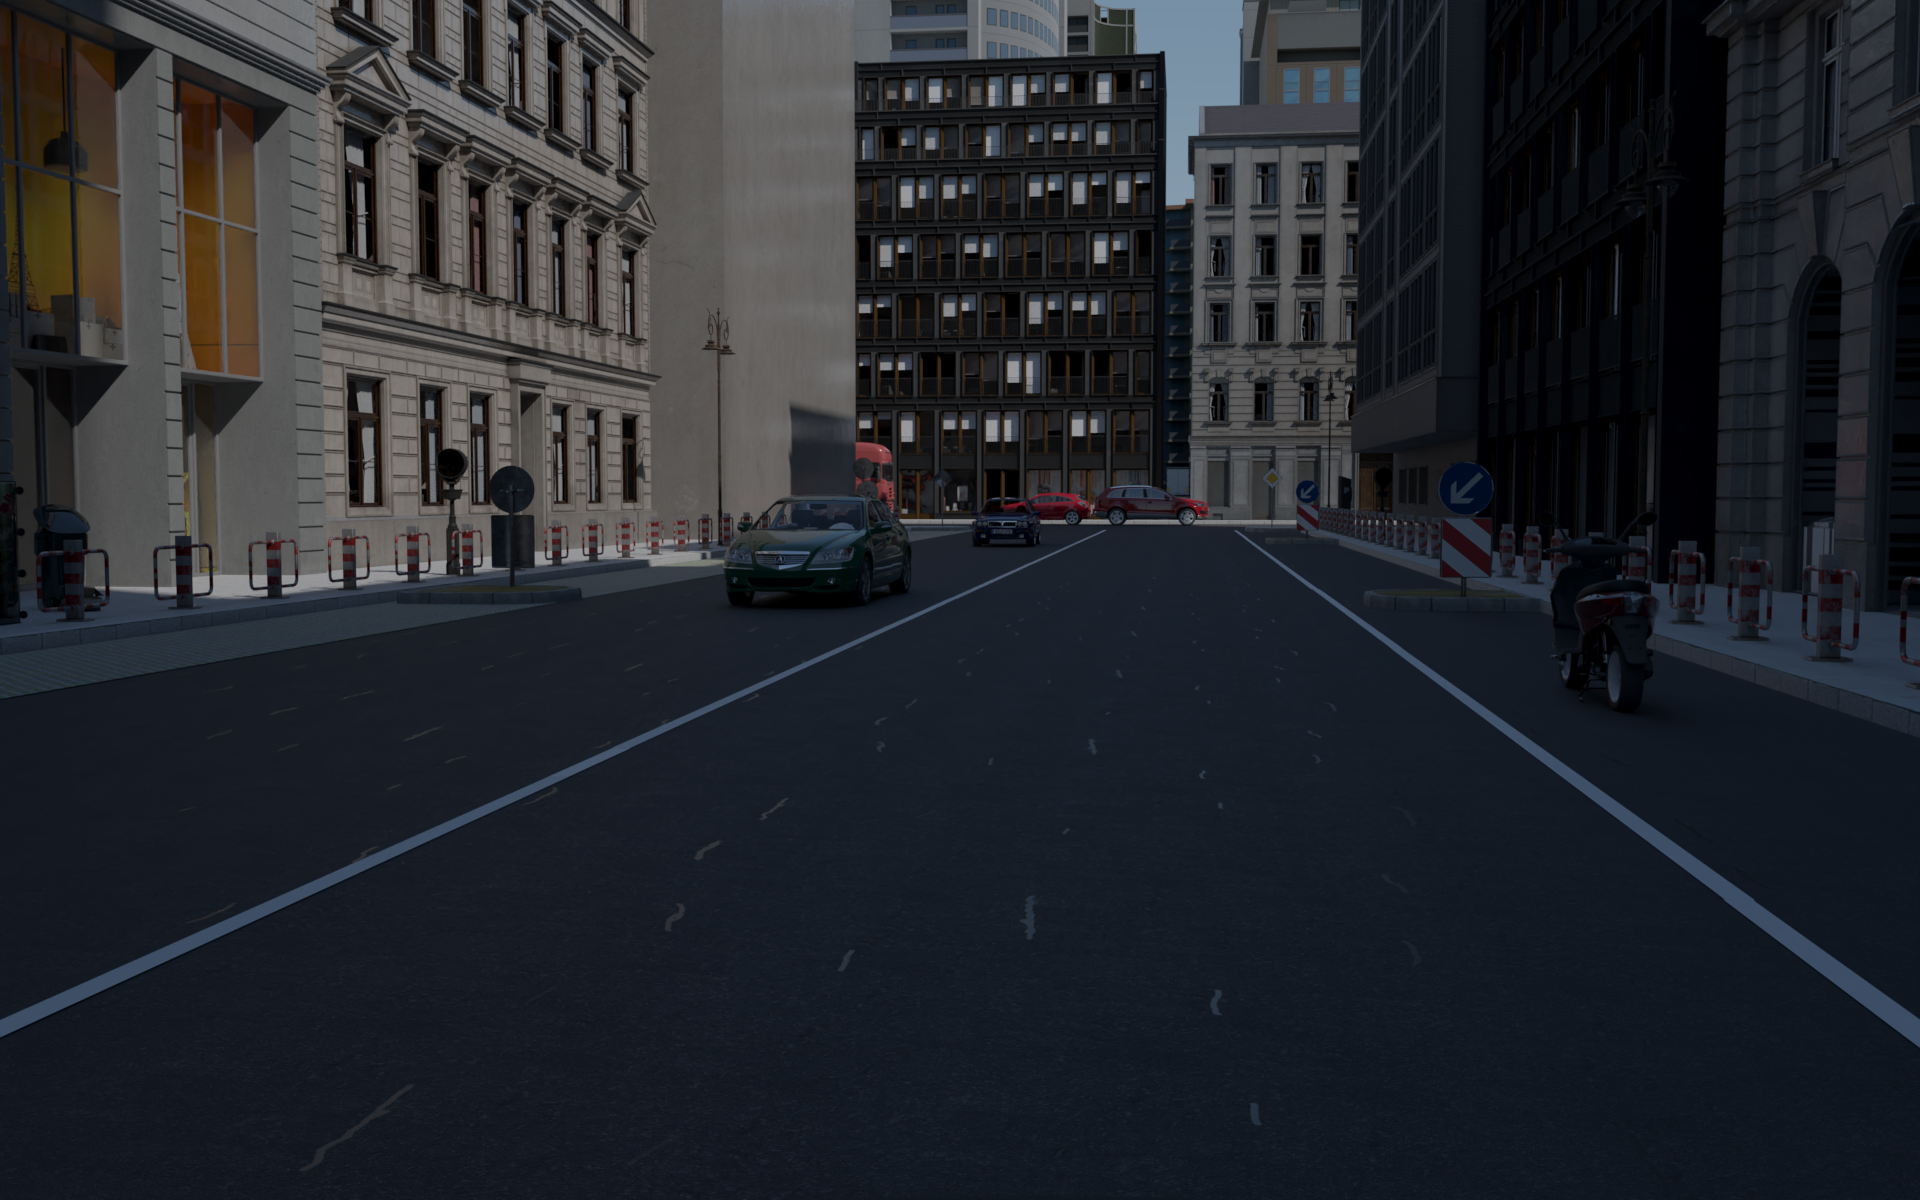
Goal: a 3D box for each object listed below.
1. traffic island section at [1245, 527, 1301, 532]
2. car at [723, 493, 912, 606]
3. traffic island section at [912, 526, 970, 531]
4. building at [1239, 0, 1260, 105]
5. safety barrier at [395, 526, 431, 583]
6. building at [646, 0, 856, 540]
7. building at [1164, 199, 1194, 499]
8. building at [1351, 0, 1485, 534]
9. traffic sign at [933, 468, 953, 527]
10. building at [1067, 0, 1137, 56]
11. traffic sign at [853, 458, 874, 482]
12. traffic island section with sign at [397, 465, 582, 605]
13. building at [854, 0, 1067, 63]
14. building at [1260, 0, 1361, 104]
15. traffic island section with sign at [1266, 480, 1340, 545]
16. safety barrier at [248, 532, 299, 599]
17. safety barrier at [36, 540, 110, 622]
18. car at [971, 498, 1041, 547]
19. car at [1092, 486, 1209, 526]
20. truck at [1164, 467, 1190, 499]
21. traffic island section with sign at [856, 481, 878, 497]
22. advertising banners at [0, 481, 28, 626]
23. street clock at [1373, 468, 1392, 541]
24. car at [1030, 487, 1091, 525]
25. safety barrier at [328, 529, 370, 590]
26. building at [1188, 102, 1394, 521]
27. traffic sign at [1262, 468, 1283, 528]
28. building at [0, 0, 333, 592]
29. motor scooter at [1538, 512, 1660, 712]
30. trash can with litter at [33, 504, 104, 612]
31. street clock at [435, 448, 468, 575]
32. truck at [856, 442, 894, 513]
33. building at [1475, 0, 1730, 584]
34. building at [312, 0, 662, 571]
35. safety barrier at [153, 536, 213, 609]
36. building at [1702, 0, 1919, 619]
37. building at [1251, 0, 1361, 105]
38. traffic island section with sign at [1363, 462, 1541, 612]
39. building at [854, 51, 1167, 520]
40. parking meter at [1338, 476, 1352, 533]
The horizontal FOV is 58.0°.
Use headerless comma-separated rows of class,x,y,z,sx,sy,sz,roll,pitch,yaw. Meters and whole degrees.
traffic island section,11.973,-2.697,66.380,2.009,0.180,2.903,0,4,7
car,-1.858,-0.736,23.827,2.131,1.459,4.920,1,4,9
traffic island section,-0.711,-2.798,68.031,2.009,0.180,2.903,0,4,7
building,43.792,-40.649,206.607,21.231,58.520,28.212,0,4,7
safety barrier,-7.914,-0.660,25.066,0.300,0.817,1.120,0,4,7
building,-22.151,-15.591,59.421,34.151,26.468,19.350,0,4,7
building,40.185,-36.535,251.977,28.867,44.769,22.147,0,4,7
building,20.019,-15.763,51.237,14.314,27.812,24.014,0,4,7
traffic sign,-0.686,-3.934,67.966,0.795,2.450,0.064,0,4,7
building,15.215,-49.881,253.804,20.611,71.187,20.563,0,4,7
traffic sign,-3.385,-3.690,60.444,0.768,2.556,0.104,1,4,12
traffic island section with sign,-6.205,-0.896,23.273,1.989,1.847,2.006,0,4,7
building,-0.999,-38.409,169.991,21.231,58.520,28.212,0,4,7
building,34.645,-31.125,159.001,14.600,45.320,14.200,0,4,7
traffic island section with sign,9.831,-2.519,49.821,1.989,1.847,2.006,0,4,7
safety barrier,-8.414,-0.426,21.244,0.300,0.817,1.120,0,4,7
safety barrier,-8.913,-0.193,17.425,0.300,0.817,1.120,0,4,7
car,1.321,-2.192,48.419,1.945,1.354,3.894,0,4,6
car,8.713,-4.308,79.109,5.304,1.827,2.281,0,4,8
truck,23.317,-12.036,185.709,2.839,4.237,11.283,0,4,7
traffic island section with sign,-2.713,-2.531,50.002,1.989,1.847,2.006,0,4,7
advertising banners,-9.371,-1.221,16.153,0.090,3.025,2.074,0,4,2
street clock,11.625,-2.638,47.695,0.471,2.002,0.358,0,4,-3
car,3.886,-4.401,80.994,4.494,1.783,2.155,1,4,9
safety barrier,-8.162,-0.543,23.150,0.300,0.817,1.120,0,4,7
building,20.669,-14.581,87.553,18.267,20.994,9.793,0,4,7
traffic sign,11.949,-3.833,66.306,0.795,2.450,0.064,0,4,7
building,-17.509,-14.425,13.343,11.434,29.767,29.804,0,4,7
motor scooter,4.461,0.045,12.049,0.815,1.314,1.986,0,4,7
trash can with litter,-9.798,-0.477,19.181,1.055,1.170,0.624,3,5,40
street clock,-8.059,-1.402,27.492,0.471,2.002,0.358,0,4,-3
truck,-8.159,-5.712,82.308,11.283,4.237,2.839,0,4,7
building,17.101,-12.320,31.117,12.332,23.373,15.834,0,4,7
building,-14.025,-10.599,37.921,10.561,19.102,19.286,0,4,7
safety barrier,-8.662,-0.309,19.335,0.300,0.817,1.120,0,4,7
building,14.870,-10.372,11.376,13.314,21.916,24.055,0,4,7
building,44.769,-36.037,178.444,28.713,52.752,27.495,0,4,7
traffic island section with sign,6.226,-0.826,22.130,1.989,1.847,2.006,0,4,7
building,2.874,-16.043,91.982,15.834,23.373,12.332,0,4,7
parking meter,12.476,-3.084,56.142,0.399,1.863,0.255,-1,4,-14
